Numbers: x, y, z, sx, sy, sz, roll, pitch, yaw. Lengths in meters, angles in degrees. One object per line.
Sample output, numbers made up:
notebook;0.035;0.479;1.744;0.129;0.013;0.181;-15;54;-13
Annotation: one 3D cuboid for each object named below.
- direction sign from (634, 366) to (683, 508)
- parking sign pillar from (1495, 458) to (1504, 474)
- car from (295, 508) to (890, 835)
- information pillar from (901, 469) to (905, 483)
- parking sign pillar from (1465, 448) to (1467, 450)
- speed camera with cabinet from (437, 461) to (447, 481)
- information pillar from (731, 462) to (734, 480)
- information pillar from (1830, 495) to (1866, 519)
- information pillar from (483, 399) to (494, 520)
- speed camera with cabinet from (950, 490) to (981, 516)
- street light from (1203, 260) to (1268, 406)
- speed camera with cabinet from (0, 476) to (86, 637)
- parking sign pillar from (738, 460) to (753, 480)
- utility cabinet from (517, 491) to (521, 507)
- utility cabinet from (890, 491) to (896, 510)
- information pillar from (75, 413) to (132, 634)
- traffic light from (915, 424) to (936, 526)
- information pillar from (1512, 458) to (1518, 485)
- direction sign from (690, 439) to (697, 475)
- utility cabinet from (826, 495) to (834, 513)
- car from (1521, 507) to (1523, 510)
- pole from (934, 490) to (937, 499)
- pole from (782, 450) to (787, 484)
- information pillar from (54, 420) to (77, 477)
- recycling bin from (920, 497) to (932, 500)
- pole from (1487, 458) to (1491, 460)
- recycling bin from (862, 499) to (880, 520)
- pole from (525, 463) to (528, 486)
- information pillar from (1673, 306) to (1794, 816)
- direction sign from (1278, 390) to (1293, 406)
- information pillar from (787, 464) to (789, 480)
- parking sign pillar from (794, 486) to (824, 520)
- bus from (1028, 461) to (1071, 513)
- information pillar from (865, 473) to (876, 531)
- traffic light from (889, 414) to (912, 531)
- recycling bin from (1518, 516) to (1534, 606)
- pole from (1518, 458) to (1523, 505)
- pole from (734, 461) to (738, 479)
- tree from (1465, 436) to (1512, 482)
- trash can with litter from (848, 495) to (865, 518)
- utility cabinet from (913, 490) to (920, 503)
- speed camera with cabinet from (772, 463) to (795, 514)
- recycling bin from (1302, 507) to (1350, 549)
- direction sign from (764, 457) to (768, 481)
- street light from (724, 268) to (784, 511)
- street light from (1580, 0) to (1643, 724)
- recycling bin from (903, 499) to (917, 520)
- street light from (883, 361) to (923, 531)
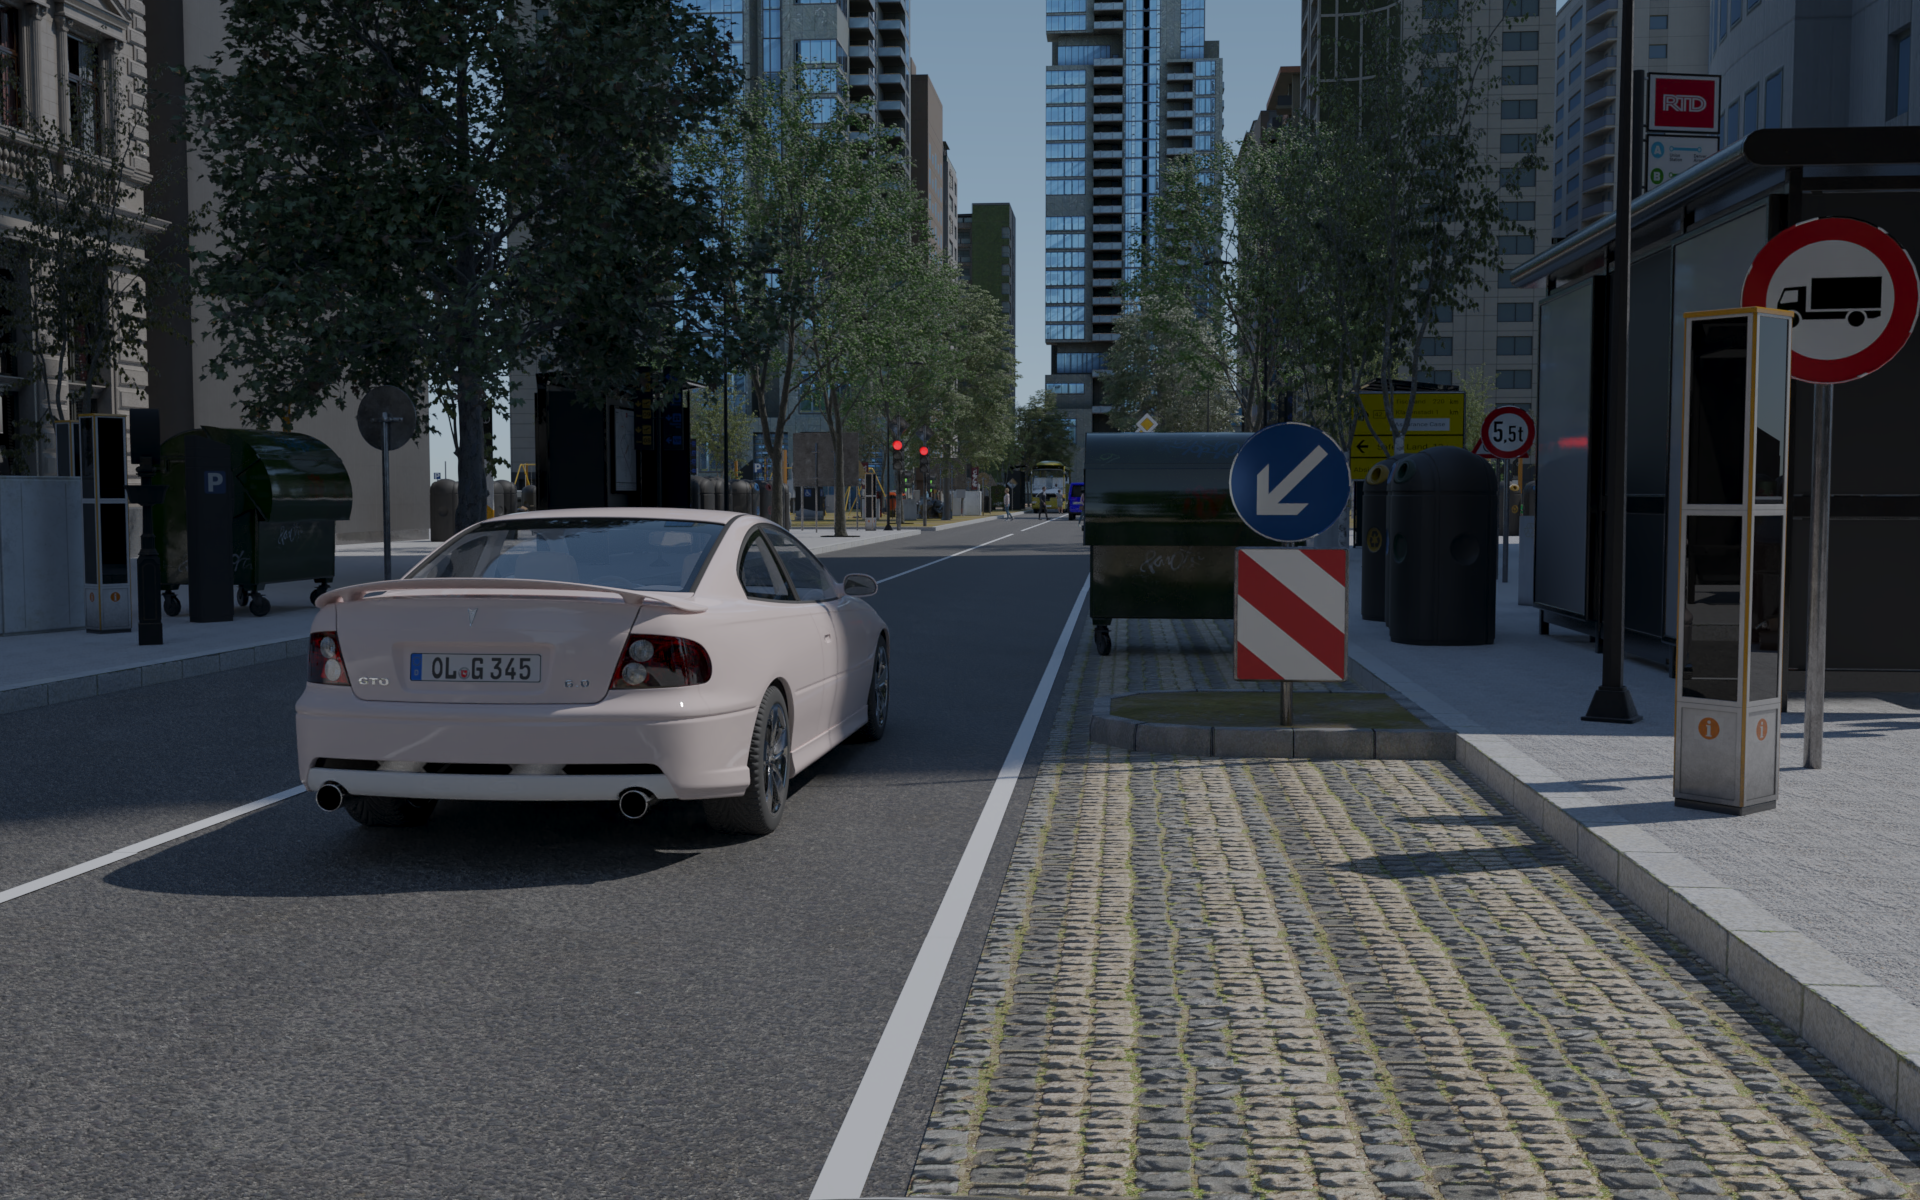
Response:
direction sign;-5.332;-2.366;30.673;0.876;3.537;0.379;0;4;3
parking sign pillar;24.323;-5.475;77.986;1.447;3.967;1.447;1;4;14
car;-1.531;0.221;8.743;2.083;1.381;4.827;0;4;7
information pillar;-4.494;-8.856;136.157;0.183;3.616;0.504;-3;5;-44
parking sign pillar;30.422;-7.034;103.472;1.447;3.967;1.447;3;5;39
speed camera with cabinet;-30.595;-6.758;104.822;0.660;3.252;2.038;3;5;43
information pillar;-16.680;-8.299;127.048;0.183;3.616;0.504;0;4;5
information pillar;8.656;-0.758;16.892;0.304;2.012;0.304;2;4;31
information pillar;-11.358;-3.055;41.306;0.504;3.616;0.183;0;4;-2
speed camera with cabinet;0.222;-6.616;102.504;2.038;3.252;0.660;1;4;9
street light;5.509;-3.782;34.377;1.470;5.913;1.316;0;4;5
speed camera with cabinet;-8.874;-1.294;15.493;0.660;3.252;2.038;1;4;22
parking sign pillar;-16.746;-8.946;134.734;1.447;3.967;1.447;-3;4;-39
utility cabinet;-28.983;-6.384;113.054;1.173;1.500;0.318;2;4;29
utility cabinet;-4.340;-6.489;114.771;0.318;1.500;1.173;-2;4;-25
information pillar;-7.883;-0.703;15.980;0.304;2.012;0.304;3;4;38
traffic light;-1.378;-4.877;68.661;0.839;4.253;0.868;0;4;5
information pillar;33.272;-6.863;103.559;0.504;3.616;0.183;0;4;-3
direction sign;-11.179;-4.808;70.608;0.876;3.537;0.379;-1;4;-11
utility cabinet;-8.665;-6.529;117.909;1.020;1.237;0.306;2;4;35
car;21.879;-3.205;61.192;4.718;1.807;1.959;0;4;7
pole;-1.592;-7.236;112.146;0.158;3.312;0.155;0;3;0
pole;-8.103;-5.272;80.039;0.158;3.312;0.155;0;3;0
information pillar;-8.835;-0.789;17.393;0.304;2.012;0.304;2;4;35
recycling bin;-2.557;-7.244;130.998;0.722;1.027;0.722;1;4;17
pole;27.369;-5.865;89.732;0.158;3.312;0.155;0;3;0
recycling bin;-4.497;-4.577;87.385;0.722;1.027;0.722;-1;4;-22
pole;-28.612;-7.373;114.398;0.158;3.312;0.155;0;3;0
information pillar;3.132;-0.155;7.029;0.304;2.012;0.304;-3;4;-38
direction sign;7.102;-2.807;37.886;0.379;3.537;0.876;2;4;30
information pillar;-13.218;-8.669;133.099;0.183;3.616;0.504;0;4;6
parking sign pillar;-7.399;-5.897;84.886;1.447;3.967;1.447;1;4;15
bus;6.986;-8.613;132.365;2.896;3.916;12.252;0;4;6
information pillar;-3.114;-3.420;60.401;0.304;2.012;0.304;2;4;23
traffic light;-2.131;-4.391;60.712;0.839;4.253;0.868;0;4;5
recycling bin;6.918;-0.448;19.877;0.722;1.027;0.722;-2;4;-33
pole;28.106;-5.693;86.931;0.158;3.312;0.155;0;3;0
pole;-13.796;-6.906;106.763;0.158;3.312;0.155;0;3;0
tree;16.522;-3.719;55.415;1.663;3.219;1.824;0;3;0
trash can with litter;-5.181;-4.965;92.240;1.678;1.210;2.233;-1;4;-18
utility cabinet;-2.449;-5.394;96.864;0.318;1.500;1.173;0;4;-7
speed camera with cabinet;-11.000;-7.038;109.406;0.660;3.252;2.038;3;5;42
recycling bin;7.026;-1.269;33.294;0.722;1.027;0.722;-1;4;-9
direction sign;-11.846;-6.959;105.774;0.379;3.537;0.876;1;4;8
street light;-4.310;-3.867;35.768;1.470;5.913;1.316;0;4;5
street light;3.164;-2.274;9.714;1.470;5.913;1.316;0;4;5
recycling bin;-2.524;-4.409;84.638;0.722;1.027;0.722;-1;4;-10
street light;-1.979;-5.385;60.586;1.470;5.913;1.316;0;4;5
